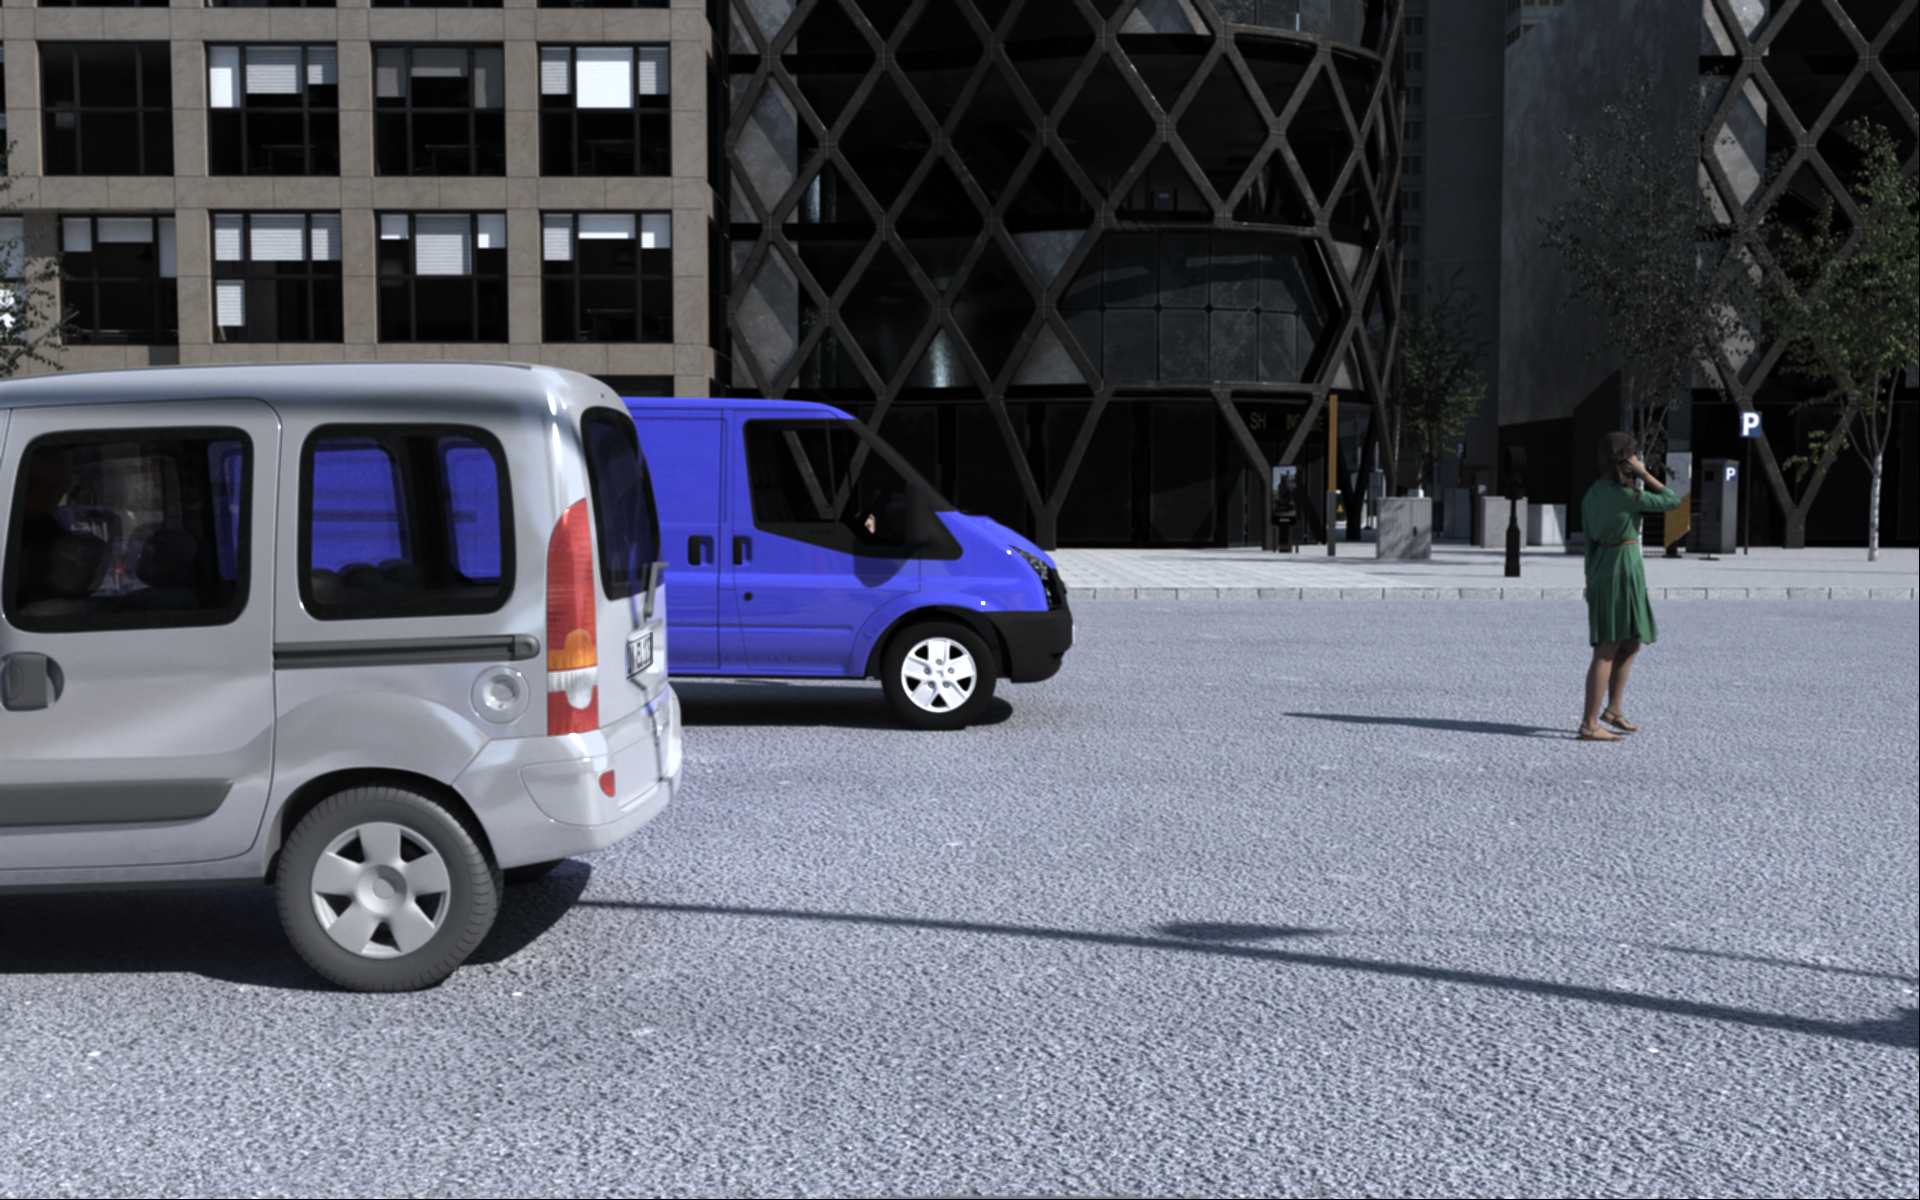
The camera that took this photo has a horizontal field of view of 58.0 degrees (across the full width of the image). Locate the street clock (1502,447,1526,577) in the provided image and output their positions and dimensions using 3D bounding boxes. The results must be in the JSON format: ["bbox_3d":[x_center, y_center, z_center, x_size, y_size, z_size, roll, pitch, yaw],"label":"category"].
[{"bbox_3d":[8.566,-1.360,26.801,0.358,2.002,0.471,0,4,2],"label":"street clock"}]

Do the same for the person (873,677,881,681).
[{"bbox_3d":[-0.741,-0.040,13.424,0.640,1.303,0.475,1,4,16],"label":"person"}]

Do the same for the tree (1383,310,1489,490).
[{"bbox_3d":[18.596,-7.274,69.286,4.737,8.622,4.395,0,3,0],"label":"tree"}]

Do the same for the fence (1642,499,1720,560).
[{"bbox_3d":[13.545,-1.368,33.572,2.264,1.192,0.480,0,4,-7],"label":"fence"}]

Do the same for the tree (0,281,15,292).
[{"bbox_3d":[-17.280,-4.673,26.773,4.737,8.622,4.395,0,3,0],"label":"tree"}]

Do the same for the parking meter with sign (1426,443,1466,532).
[{"bbox_3d":[16.215,-3.826,58.816,1.738,3.016,0.543,0,4,-5],"label":"parking meter with sign"}]

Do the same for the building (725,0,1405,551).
[{"bbox_3d":[2.946,-10.949,46.465,16.811,18.784,16.820,0,4,0],"label":"building"}]

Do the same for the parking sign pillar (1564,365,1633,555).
[{"bbox_3d":[13.666,-2.959,36.849,1.447,3.967,1.447,-2,4,-27],"label":"parking sign pillar"}]

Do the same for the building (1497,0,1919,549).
[{"bbox_3d":[25.575,-10.956,46.584,16.811,18.784,16.820,0,4,0],"label":"building"}]

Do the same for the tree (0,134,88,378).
[{"bbox_3d":[-19.714,-5.120,34.068,4.360,8.622,3.978,0,3,0],"label":"tree"}]

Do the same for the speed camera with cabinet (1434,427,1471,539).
[{"bbox_3d":[14.380,-3.433,50.468,0.660,3.252,2.038,0,4,-1],"label":"speed camera with cabinet"}]

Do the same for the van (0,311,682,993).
[{"bbox_3d":[-3.018,0.081,5.682,4.112,2.044,2.013,0,4,-1],"label":"van"}]

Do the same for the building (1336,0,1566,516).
[{"bbox_3d":[37.104,-25.384,106.909,32.217,40.220,23.993,0,4,0],"label":"building"}]

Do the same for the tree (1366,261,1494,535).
[{"bbox_3d":[14.562,-6.350,54.182,4.360,8.622,3.978,0,3,0],"label":"tree"}]

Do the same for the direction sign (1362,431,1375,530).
[{"bbox_3d":[14.746,-4.316,62.563,0.379,3.537,0.876,3,5,43],"label":"direction sign"}]

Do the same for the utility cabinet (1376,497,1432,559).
[{"bbox_3d":[8.734,-1.402,34.085,1.020,1.237,0.306,0,4,3],"label":"utility cabinet"}]

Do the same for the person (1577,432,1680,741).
[{"bbox_3d":[3.826,-0.087,10.170,0.529,1.795,0.600,-2,4,-24],"label":"person"}]

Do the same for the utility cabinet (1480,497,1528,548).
[{"bbox_3d":[12.881,-1.826,41.023,1.020,1.237,0.306,0,4,-1],"label":"utility cabinet"}]

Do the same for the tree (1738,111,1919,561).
[{"bbox_3d":[17.437,-5.060,33.091,4.737,8.622,4.395,0,3,0],"label":"tree"}]

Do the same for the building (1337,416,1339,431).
[{"bbox_3d":[28.130,-22.581,140.907,14.160,30.474,14.107,0,4,0],"label":"building"}]

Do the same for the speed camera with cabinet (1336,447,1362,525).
[{"bbox_3d":[16.351,-4.816,73.075,2.038,3.252,0.660,-1,4,-22],"label":"speed camera with cabinet"}]

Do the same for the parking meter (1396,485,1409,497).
[{"bbox_3d":[12.533,-2.493,49.175,0.372,1.533,0.369,0,3,0],"label":"parking meter"}]

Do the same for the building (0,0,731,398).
[{"bbox_3d":[-22.814,-14.887,47.916,34.151,26.468,19.350,0,4,0],"label":"building"}]

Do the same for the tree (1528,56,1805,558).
[{"bbox_3d":[12.070,-4.868,29.951,4.360,8.622,3.978,0,3,0],"label":"tree"}]

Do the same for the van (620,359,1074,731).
[{"bbox_3d":[-1.886,-0.423,11.303,5.245,2.365,2.240,0,3,0],"label":"van"}]

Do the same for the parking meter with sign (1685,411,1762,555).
[{"bbox_3d":[16.368,-2.510,37.301,0.543,3.016,1.738,-1,4,-17],"label":"parking meter with sign"}]

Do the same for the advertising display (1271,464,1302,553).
[{"bbox_3d":[7.123,-1.996,37.849,0.123,1.923,0.974,-2,4,-24],"label":"advertising display"}]

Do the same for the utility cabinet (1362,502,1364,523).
[{"bbox_3d":[17.208,-3.968,76.044,1.020,1.237,0.306,0,4,4],"label":"utility cabinet"}]

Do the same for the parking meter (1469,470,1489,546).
[{"bbox_3d":[12.819,-2.268,42.794,0.399,1.863,0.255,-1,4,-9],"label":"parking meter"}]

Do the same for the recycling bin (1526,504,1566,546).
[{"bbox_3d":[14.495,-1.856,42.896,0.722,1.027,0.722,-1,4,-15],"label":"recycling bin"}]

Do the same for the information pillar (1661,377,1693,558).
[{"bbox_3d":[14.346,-2.645,34.607,0.183,3.616,0.504,-3,5,-44],"label":"information pillar"}]

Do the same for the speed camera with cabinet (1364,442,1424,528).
[{"bbox_3d":[16.481,-4.358,65.591,2.038,3.252,0.660,2,4,33],"label":"speed camera with cabinet"}]

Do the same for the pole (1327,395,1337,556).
[{"bbox_3d":[7.675,-2.560,35.694,0.158,3.312,0.155,0,3,0],"label":"pole"}]
